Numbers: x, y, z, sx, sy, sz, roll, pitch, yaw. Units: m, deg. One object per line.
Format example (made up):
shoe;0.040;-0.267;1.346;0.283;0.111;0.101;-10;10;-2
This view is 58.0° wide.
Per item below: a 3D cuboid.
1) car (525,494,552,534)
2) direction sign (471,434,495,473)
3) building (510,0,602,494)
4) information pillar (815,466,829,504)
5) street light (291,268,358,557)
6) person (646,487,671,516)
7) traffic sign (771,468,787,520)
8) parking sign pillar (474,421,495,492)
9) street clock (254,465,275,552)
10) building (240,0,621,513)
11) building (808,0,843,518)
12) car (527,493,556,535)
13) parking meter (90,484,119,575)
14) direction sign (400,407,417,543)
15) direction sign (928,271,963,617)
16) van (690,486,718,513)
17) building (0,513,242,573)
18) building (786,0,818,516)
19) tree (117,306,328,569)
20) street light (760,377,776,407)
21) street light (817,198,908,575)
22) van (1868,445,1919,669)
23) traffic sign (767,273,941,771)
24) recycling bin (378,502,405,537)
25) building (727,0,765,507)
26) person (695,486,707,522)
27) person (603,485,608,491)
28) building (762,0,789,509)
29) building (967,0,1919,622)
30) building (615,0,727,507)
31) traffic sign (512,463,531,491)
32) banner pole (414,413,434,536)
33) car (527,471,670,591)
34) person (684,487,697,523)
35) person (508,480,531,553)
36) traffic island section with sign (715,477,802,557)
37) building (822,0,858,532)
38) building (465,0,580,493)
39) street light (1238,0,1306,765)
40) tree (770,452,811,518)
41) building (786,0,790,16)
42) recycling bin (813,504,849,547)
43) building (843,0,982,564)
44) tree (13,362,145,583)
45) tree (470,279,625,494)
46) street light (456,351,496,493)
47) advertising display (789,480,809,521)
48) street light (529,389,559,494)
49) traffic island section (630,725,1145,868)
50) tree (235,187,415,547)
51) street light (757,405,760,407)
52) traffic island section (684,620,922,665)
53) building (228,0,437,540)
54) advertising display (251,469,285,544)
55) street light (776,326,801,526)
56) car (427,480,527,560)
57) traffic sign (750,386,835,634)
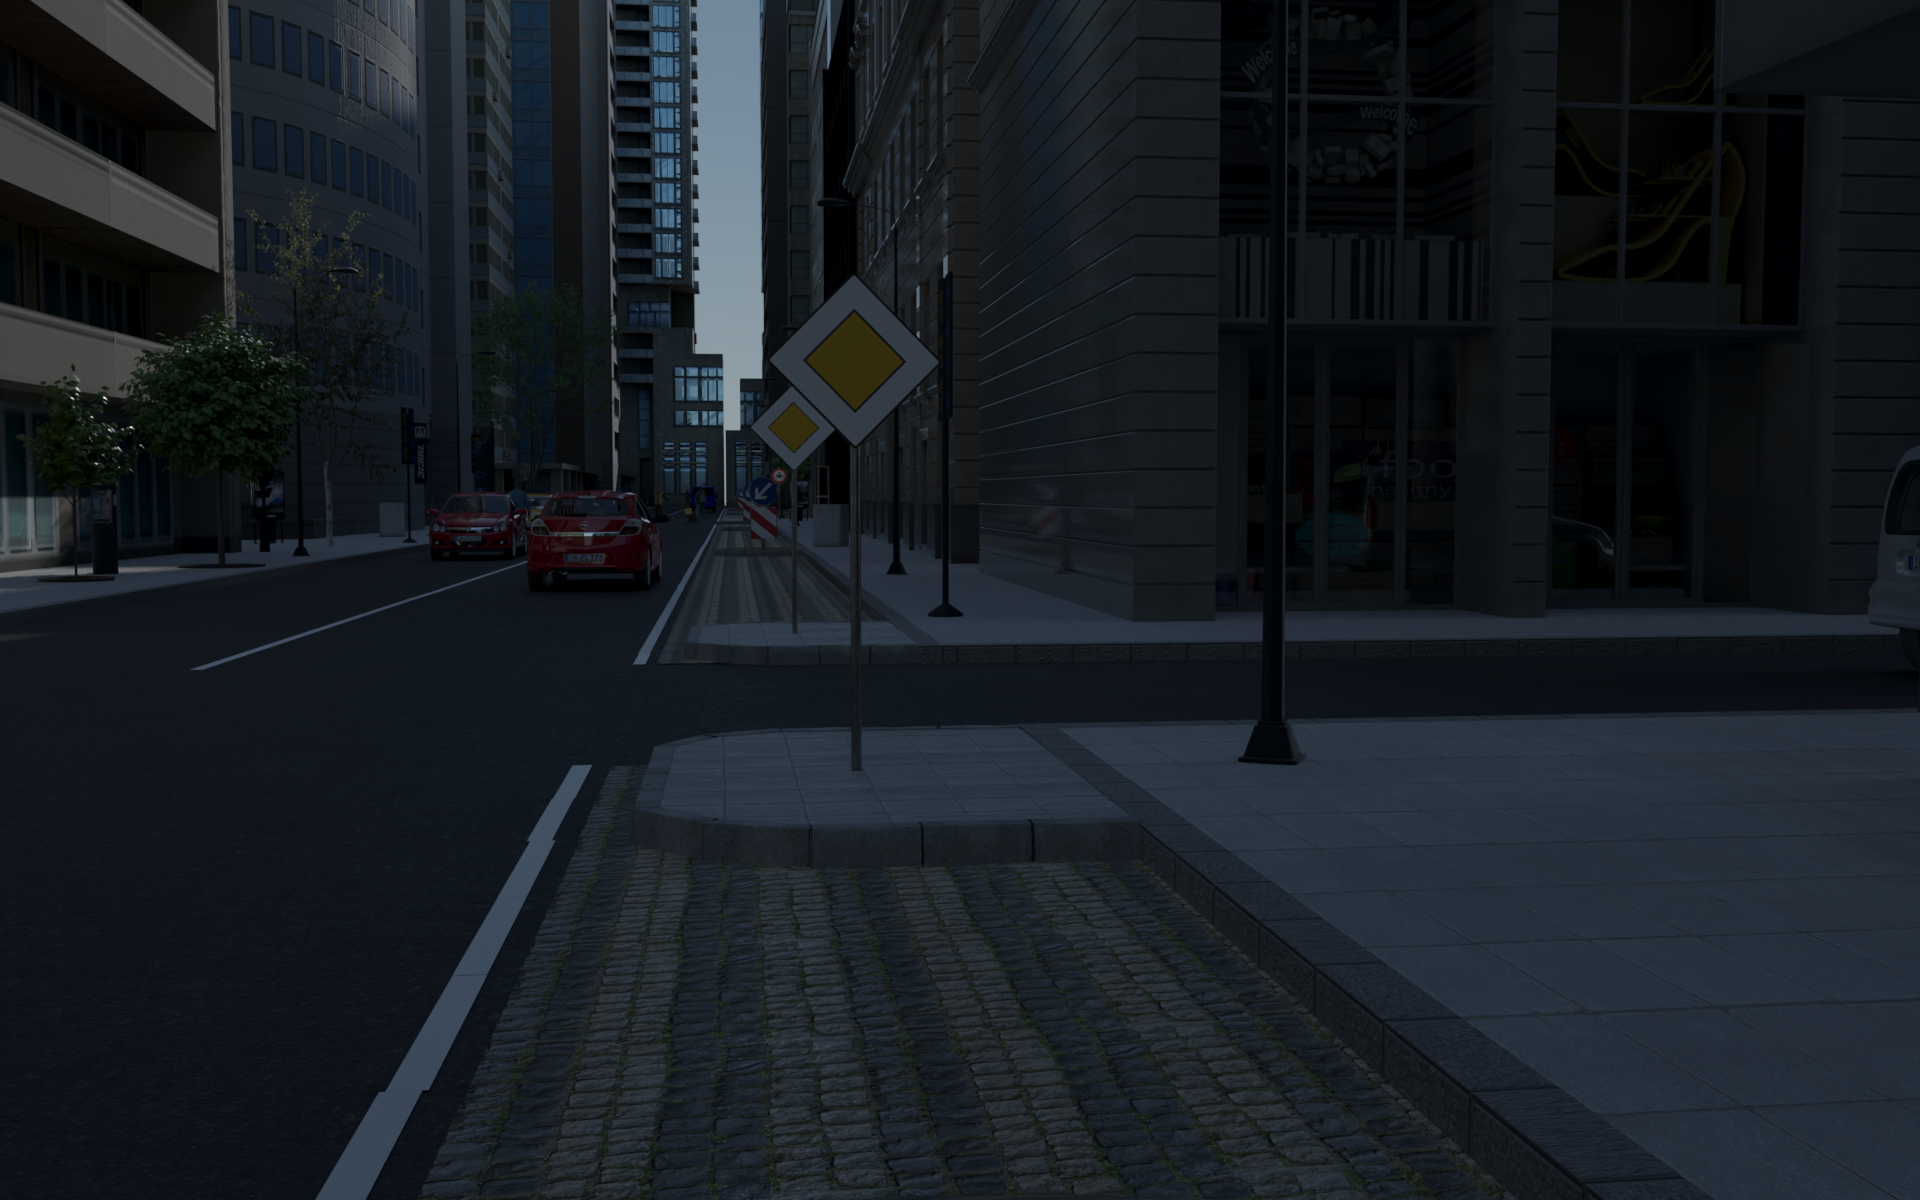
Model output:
car;-13.952;-2.836;56.585;2.015;1.641;3.980;0;4;-7
direction sign;-18.022;-4.494;65.480;0.876;3.537;0.379;0;4;1
building;-35.157;-29.503;132.492;14.600;45.320;14.200;0;4;-7
information pillar;-3.602;-2.498;45.335;0.304;2.012;0.304;-1;4;-17
street light;-13.061;-3.858;35.625;1.470;5.913;1.316;0;4;-7
person;-16.786;-5.370;96.401;1.348;1.812;0.705;-1;4;-11
traffic sign;-8.790;-5.147;84.265;0.768;2.556;0.104;0;4;-5
parking sign pillar;-17.419;-4.589;63.505;1.447;3.967;1.447;0;4;-1
street clock;-15.393;-2.063;38.293;0.471;2.002;0.358;-2;4;-34
building;-44.245;-37.196;150.148;28.212;58.520;21.231;0;4;-7
building;-0.628;-16.133;81.800;12.078;24.808;19.932;0;4;-7
car;-14.572;-3.246;62.120;2.155;1.783;4.494;0;4;-7
parking meter;-13.687;-1.180;27.706;0.372;1.533;0.369;0;3;0
direction sign;-14.508;-3.276;45.554;0.379;3.537;0.876;0;4;3
direction sign;-0.152;-1.597;18.105;0.379;3.537;0.876;-1;4;-9
van;-20.144;-8.055;136.085;2.240;2.365;5.245;0;4;-8
building;-25.111;-24.552;25.125;21.300;48.544;21.600;0;4;-7
building;-3.557;-20.442;105.933;14.160;30.474;14.107;0;4;-7
tree;-12.930;-2.857;30.427;4.285;4.588;4.351;0;3;0
street light;-7.090;-5.906;69.103;1.470;5.913;1.316;0;4;-7
street light;-1.550;-3.357;27.436;1.470;5.913;1.316;0;4;-7
van;9.316;-0.388;13.362;4.112;2.044;2.013;0;4;-7
traffic sign;-0.484;-0.265;7.972;0.795;2.450;0.064;0;4;-7
recycling bin;-17.101;-2.420;52.114;0.722;1.027;0.722;-1;4;-21
building;-9.630;-53.337;184.727;31.000;86.520;22.319;0;4;-7
person;-13.305;-4.902;88.627;0.794;1.824;0.713;1;4;17
person;-15.157;-4.057;74.739;0.836;1.842;0.656;-1;4;-10
building;-6.756;-32.510;155.237;21.300;48.544;21.600;0;4;-7
building;15.633;-15.058;23.686;29.804;29.767;11.434;0;4;-7
building;-40.643;-53.124;181.244;31.000;86.520;22.319;0;4;-7
traffic sign;-17.759;-4.282;70.112;0.768;2.556;0.104;0;4;-4
banner pole;-16.508;-3.882;53.485;0.401;3.779;0.863;3;4;38
car;-5.689;-1.115;27.277;2.155;1.783;4.494;0;4;-6
person;-13.512;-4.771;86.719;0.699;1.804;1.509;1;4;15
person;-10.720;-2.027;41.981;0.601;1.785;0.444;0;4;-6
traffic island section with sign;-4.702;-1.941;40.360;1.989;1.847;2.006;0;4;-7
building;1.505;-14.339;64.120;12.332;23.373;15.834;0;4;-7
building;-38.814;-24.879;98.651;32.217;40.220;23.993;0;4;-7
street light;0.970;-2.176;8.113;1.470;5.913;1.316;0;4;-7
tree;-8.826;-6.756;94.181;4.285;4.588;4.351;0;3;0
building;-1.451;-31.151;128.933;23.786;49.044;30.456;0;4;-7
recycling bin;-3.171;-1.835;42.553;0.722;1.027;0.722;1;4;15
building;3.846;-15.073;43.700;12.463;27.353;25.104;0;4;-7
tree;-13.005;-1.883;25.397;1.663;3.219;1.824;0;3;0
tree;-20.229;-9.605;82.803;9.928;11.665;9.643;0;3;0
street light;-15.713;-5.115;56.179;1.470;5.913;1.316;0;4;-7
advertising display;-7.624;-4.691;81.915;0.974;1.923;0.123;-2;4;-24
street light;-18.452;-6.372;76.731;1.470;5.913;1.316;0;4;-7
traffic island section;-0.461;0.870;8.052;2.009;0.180;2.903;0;4;-7
tree;-15.233;-5.584;41.668;4.360;8.622;3.978;0;3;0
street light;-9.823;-7.189;90.087;1.470;5.913;1.316;0;4;-7
traffic island section;-1.501;0.386;15.970;2.009;0.180;2.903;0;4;-7
building;-29.456;-31.522;57.378;21.231;58.520;28.212;0;4;-7
advertising display;-17.874;-2.418;44.747;0.123;1.923;0.974;2;4;27
street light;-4.277;-4.621;48.094;1.470;5.913;1.316;0;4;-7
car;-10.853;-1.842;39.160;2.155;1.783;4.494;-1;4;-9
traffic sign;-1.523;-0.749;15.890;0.795;2.450;0.064;0;4;-7
